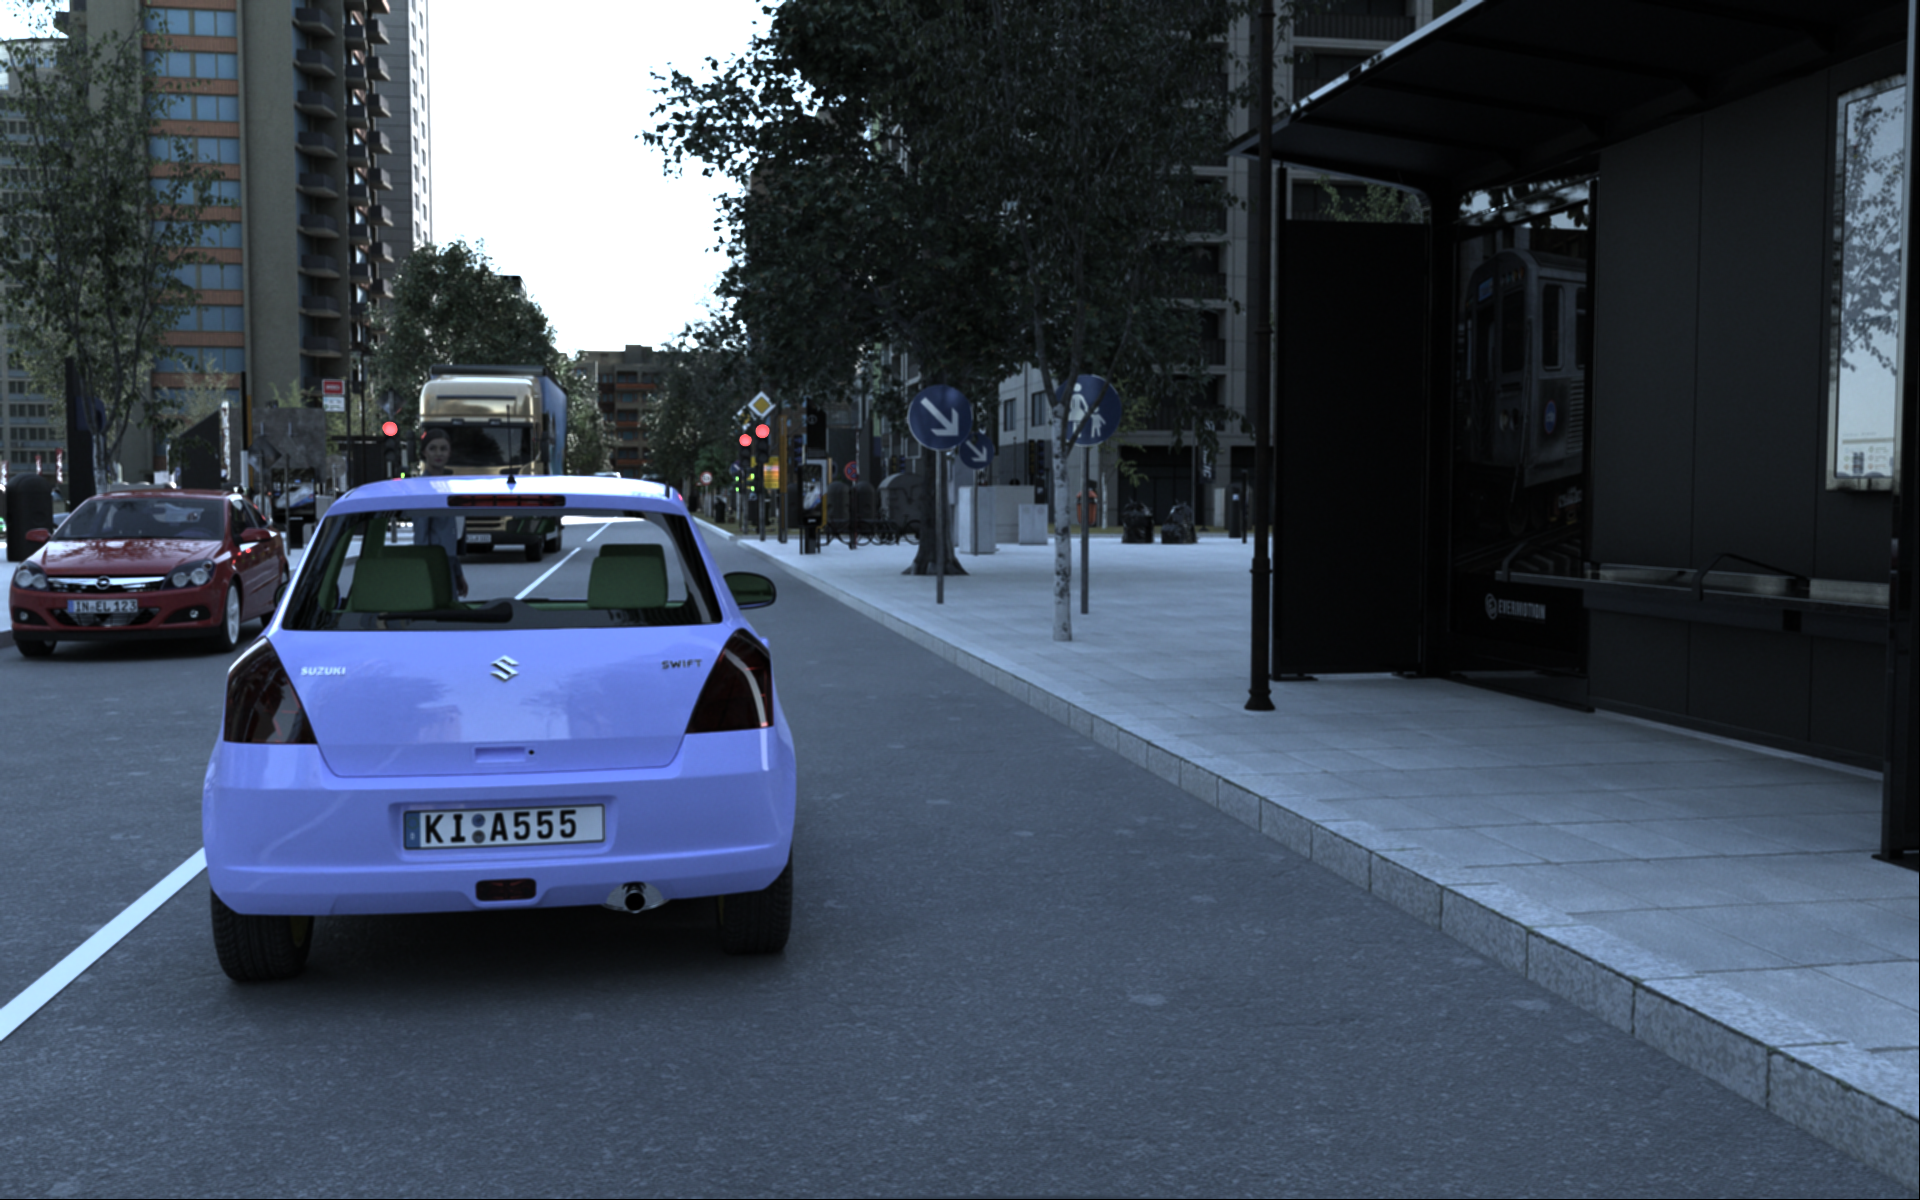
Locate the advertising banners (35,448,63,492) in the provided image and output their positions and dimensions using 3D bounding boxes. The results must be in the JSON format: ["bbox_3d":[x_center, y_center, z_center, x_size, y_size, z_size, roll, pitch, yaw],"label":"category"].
[{"bbox_3d":[-34.160,-4.207,64.969,0.090,3.025,2.074,0,4,1],"label":"advertising banners"}]

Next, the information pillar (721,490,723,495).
[{"bbox_3d":[-17.662,-8.365,128.123,0.183,3.616,0.504,1,4,20],"label":"information pillar"}]

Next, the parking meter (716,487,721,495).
[{"bbox_3d":[-14.795,-6.136,106.039,0.255,1.863,0.399,-1,4,-16],"label":"parking meter"}]

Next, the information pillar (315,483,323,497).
[{"bbox_3d":[-25.029,-3.859,67.594,0.304,2.012,0.304,1,4,18],"label":"information pillar"}]

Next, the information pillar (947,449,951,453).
[{"bbox_3d":[-0.469,-4.829,70.305,0.183,3.616,0.504,-3,4,-38],"label":"information pillar"}]

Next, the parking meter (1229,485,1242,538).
[{"bbox_3d":[8.017,-2.566,50.371,0.372,1.533,0.369,0,3,0],"label":"parking meter"}]

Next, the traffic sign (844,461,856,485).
[{"bbox_3d":[-4.066,-4.066,66.583,0.768,2.556,0.104,-1,4,-9],"label":"traffic sign"}]

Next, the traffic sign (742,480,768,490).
[{"bbox_3d":[-13.629,-7.341,113.906,2.265,3.308,0.079,0,4,-6],"label":"traffic sign"}]

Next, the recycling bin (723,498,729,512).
[{"bbox_3d":[-17.410,-7.014,127.236,0.722,1.027,0.722,0,4,4],"label":"recycling bin"}]

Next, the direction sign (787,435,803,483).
[{"bbox_3d":[-6.453,-4.546,66.331,0.876,3.537,0.379,0,4,7],"label":"direction sign"}]

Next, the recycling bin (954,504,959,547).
[{"bbox_3d":[0.136,-1.820,42.310,0.722,1.027,0.722,2,4,25],"label":"recycling bin"}]

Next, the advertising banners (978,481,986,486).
[{"bbox_3d":[1.670,-4.986,77.716,2.074,3.025,0.090,0,4,-4],"label":"advertising banners"}]

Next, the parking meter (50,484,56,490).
[{"bbox_3d":[-50.905,-5.598,97.240,0.399,1.863,0.255,0,4,-5],"label":"parking meter"}]

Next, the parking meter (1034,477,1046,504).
[{"bbox_3d":[2.703,-3.232,58.555,0.399,1.863,0.255,0,4,-4],"label":"parking meter"}]

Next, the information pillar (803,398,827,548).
[{"bbox_3d":[-3.443,-3.062,41.421,0.504,3.616,0.183,0,4,-2],"label":"information pillar"}]

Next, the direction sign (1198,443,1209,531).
[{"bbox_3d":[8.420,-4.141,59.707,0.379,3.537,0.876,3,4,37],"label":"direction sign"}]

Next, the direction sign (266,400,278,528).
[{"bbox_3d":[-16.703,-3.066,42.129,0.379,3.537,0.876,-3,4,-38],"label":"direction sign"}]

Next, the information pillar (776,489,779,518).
[{"bbox_3d":[-9.683,-5.418,93.069,0.304,2.012,0.304,3,5,41],"label":"information pillar"}]

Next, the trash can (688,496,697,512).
[{"bbox_3d":[-18.952,-6.796,122.766,0.748,1.137,0.748,0,3,0],"label":"trash can"}]

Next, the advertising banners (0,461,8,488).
[{"bbox_3d":[-50.114,-5.724,89.779,2.074,3.025,0.090,1,4,16],"label":"advertising banners"}]

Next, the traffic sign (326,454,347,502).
[{"bbox_3d":[-20.037,-3.388,55.494,0.768,2.556,0.104,0,4,-5],"label":"traffic sign"}]

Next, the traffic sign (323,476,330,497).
[{"bbox_3d":[-21.433,-3.567,58.420,0.768,2.556,0.104,0,4,-3],"label":"traffic sign"}]

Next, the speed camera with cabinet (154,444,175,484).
[{"bbox_3d":[-31.639,-4.596,69.475,0.660,3.252,2.038,0,4,-4],"label":"speed camera with cabinet"}]

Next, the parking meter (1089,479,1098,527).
[{"bbox_3d":[5.117,-3.757,67.136,0.399,1.863,0.255,2,4,29],"label":"parking meter"}]

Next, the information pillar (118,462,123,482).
[{"bbox_3d":[-59.082,-7.987,121.948,0.504,3.616,0.183,2,4,32],"label":"information pillar"}]

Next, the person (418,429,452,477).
[{"bbox_3d":[-3.197,-0.117,10.441,0.654,1.822,0.581,1,4,20],"label":"person"}]

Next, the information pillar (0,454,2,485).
[{"bbox_3d":[-56.903,-6.806,102.625,0.504,3.616,0.183,2,4,27],"label":"information pillar"}]

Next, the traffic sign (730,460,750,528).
[{"bbox_3d":[-8.262,-3.976,65.121,0.768,2.556,0.104,0,4,-8],"label":"traffic sign"}]

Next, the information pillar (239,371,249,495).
[{"bbox_3d":[-13.736,-2.563,33.257,0.183,3.616,0.504,-2,4,-28],"label":"information pillar"}]

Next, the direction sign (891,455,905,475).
[{"bbox_3d":[-3.620,-6.686,101.315,0.876,3.537,0.379,1,4,16],"label":"direction sign"}]

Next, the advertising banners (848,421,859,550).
[{"bbox_3d":[-2.481,-2.725,40.748,0.090,3.025,2.074,0,4,2],"label":"advertising banners"}]

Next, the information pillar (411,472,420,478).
[{"bbox_3d":[-18.066,-3.260,57.801,0.304,2.012,0.304,2,4,35],"label":"information pillar"}]

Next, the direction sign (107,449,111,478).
[{"bbox_3d":[-42.780,-5.768,86.309,0.876,3.537,0.379,-1,4,-22],"label":"direction sign"}]

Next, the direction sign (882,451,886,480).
[{"bbox_3d":[-4.047,-6.080,91.408,0.379,3.537,0.876,0,4,-8],"label":"direction sign"}]

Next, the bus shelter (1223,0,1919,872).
[{"bbox_3d":[3.175,-1.081,8.955,1.731,3.624,6.357,-1,4,-10],"label":"bus shelter"}]

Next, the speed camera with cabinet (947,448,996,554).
[{"bbox_3d":[0.228,-2.658,37.798,0.660,3.252,2.038,-1,4,-16],"label":"speed camera with cabinet"}]

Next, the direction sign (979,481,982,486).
[{"bbox_3d":[0.486,-3.001,41.071,0.379,3.537,0.876,0,4,5],"label":"direction sign"}]

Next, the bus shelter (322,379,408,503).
[{"bbox_3d":[-21.660,-5.242,63.345,2.179,5.291,8.768,-1,4,-10],"label":"bus shelter"}]

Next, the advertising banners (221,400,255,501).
[{"bbox_3d":[-13.347,-2.191,32.008,0.090,3.025,2.074,-3,4,-36],"label":"advertising banners"}]

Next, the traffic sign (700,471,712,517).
[{"bbox_3d":[-14.158,-5.917,96.842,0.768,2.556,0.104,0,4,-2],"label":"traffic sign"}]

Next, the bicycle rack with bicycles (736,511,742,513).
[{"bbox_3d":[-13.654,-6.278,116.029,2.852,0.926,2.925,1,4,13],"label":"bicycle rack with bicycles"}]

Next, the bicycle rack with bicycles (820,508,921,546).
[{"bbox_3d":[-2.317,-1.878,44.084,2.925,0.926,2.852,0,4,-2],"label":"bicycle rack with bicycles"}]

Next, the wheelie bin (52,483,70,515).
[{"bbox_3d":[-26.694,-2.678,51.691,0.693,1.594,0.980,1,4,20],"label":"wheelie bin"}]

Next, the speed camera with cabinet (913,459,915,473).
[{"bbox_3d":[-2.682,-6.277,96.957,0.660,3.252,2.038,1,4,23],"label":"speed camera with cabinet"}]

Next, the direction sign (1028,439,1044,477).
[{"bbox_3d":[3.169,-4.901,72.135,0.876,3.537,0.379,-3,5,-41],"label":"direction sign"}]

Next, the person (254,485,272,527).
[{"bbox_3d":[-19.260,-2.347,47.869,0.522,1.701,0.512,3,5,44],"label":"person"}]

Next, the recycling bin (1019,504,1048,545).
[{"bbox_3d":[1.862,-1.914,43.853,0.722,1.027,0.722,0,4,3],"label":"recycling bin"}]

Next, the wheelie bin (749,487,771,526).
[{"bbox_3d":[-8.046,-3.764,69.452,0.693,1.594,0.980,2,4,32],"label":"wheelie bin"}]

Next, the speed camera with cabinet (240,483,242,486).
[{"bbox_3d":[-47.784,-7.338,114.315,2.038,3.252,0.660,0,4,-5],"label":"speed camera with cabinet"}]
